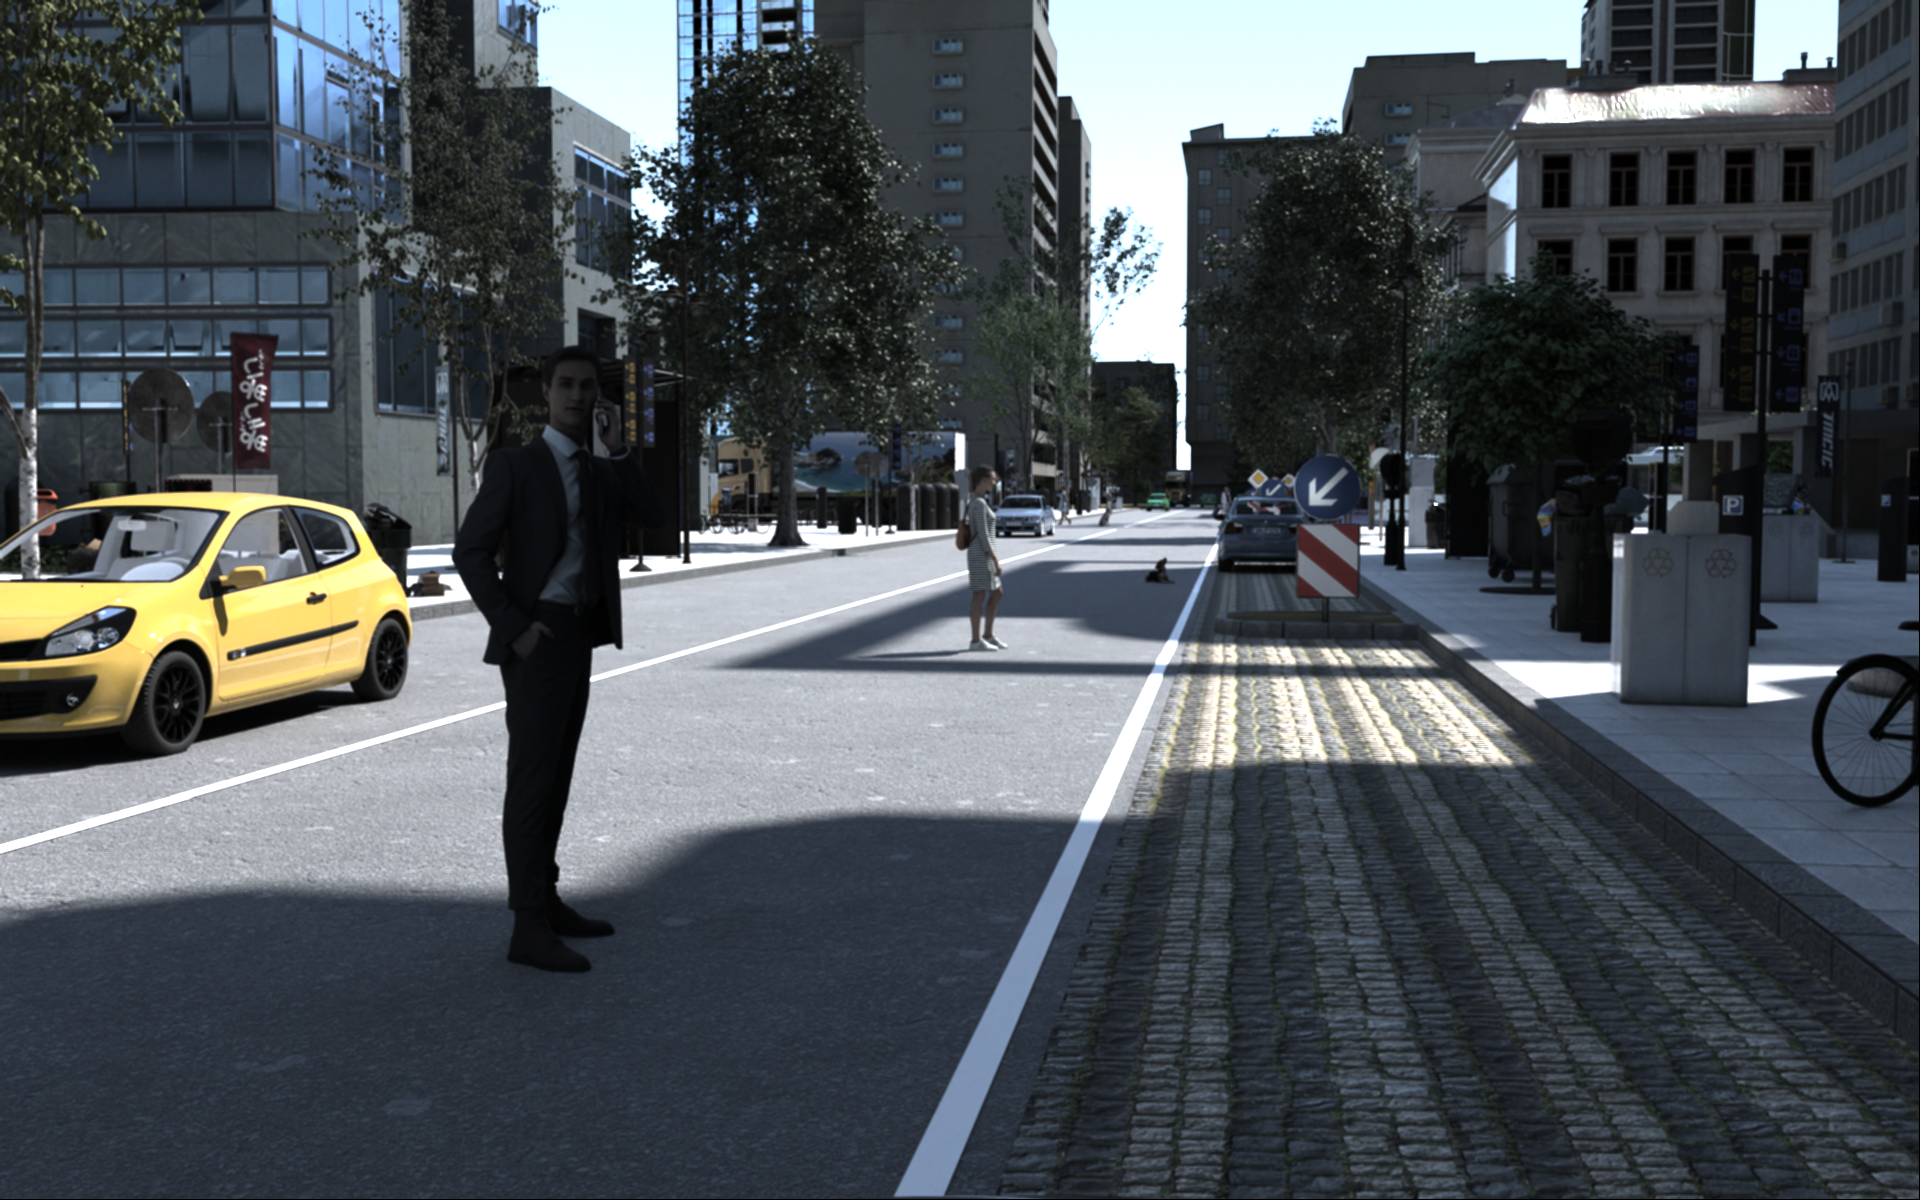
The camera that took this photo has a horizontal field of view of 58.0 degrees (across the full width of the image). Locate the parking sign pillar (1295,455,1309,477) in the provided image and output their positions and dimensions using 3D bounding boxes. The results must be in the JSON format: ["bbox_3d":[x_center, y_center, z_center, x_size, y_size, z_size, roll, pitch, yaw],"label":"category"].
[{"bbox_3d":[23.520,-7.919,117.943,1.447,3.967,1.447,-1,4,-12],"label":"parking sign pillar"}]

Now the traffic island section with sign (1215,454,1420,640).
[{"bbox_3d":[3.662,-0.571,17.967,1.989,1.847,2.006,1,4,9],"label":"traffic island section with sign"}]

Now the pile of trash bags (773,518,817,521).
[{"bbox_3d":[-7.583,-4.539,83.967,1.912,1.369,3.447,2,4,31],"label":"pile of trash bags"}]

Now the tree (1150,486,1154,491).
[{"bbox_3d":[23.041,-13.448,214.478,1.663,3.219,1.824,0,3,0],"label":"tree"}]

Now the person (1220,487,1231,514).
[{"bbox_3d":[15.317,-5.604,100.004,0.514,1.842,0.818,-3,5,-43],"label":"person"}]

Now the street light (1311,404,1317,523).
[{"bbox_3d":[13.493,-5.705,66.067,0.468,5.910,1.993,1,4,9],"label":"street light"}]

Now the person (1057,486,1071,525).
[{"bbox_3d":[4.850,-4.388,80.344,0.778,1.811,0.616,2,4,35],"label":"person"}]

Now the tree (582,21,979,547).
[{"bbox_3d":[-4.352,-7.680,42.570,9.611,12.733,9.660,0,3,0],"label":"tree"}]

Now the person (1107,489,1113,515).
[{"bbox_3d":[10.346,-6.747,119.366,0.362,1.759,0.519,2,4,26],"label":"person"}]

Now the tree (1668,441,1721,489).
[{"bbox_3d":[22.812,-3.624,53.857,1.663,3.219,1.824,0,3,0],"label":"tree"}]

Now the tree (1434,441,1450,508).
[{"bbox_3d":[17.351,-4.120,61.969,1.663,3.219,1.824,0,3,0],"label":"tree"}]

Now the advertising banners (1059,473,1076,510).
[{"bbox_3d":[9.059,-9.005,143.412,2.074,3.025,0.090,-2,4,-28],"label":"advertising banners"}]

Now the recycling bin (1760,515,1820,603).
[{"bbox_3d":[9.806,-0.505,20.806,0.722,1.027,0.722,0,4,1],"label":"recycling bin"}]

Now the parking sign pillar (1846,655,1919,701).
[{"bbox_3d":[6.506,-1.379,11.016,1.447,3.967,1.447,2,4,25],"label":"parking sign pillar"}]

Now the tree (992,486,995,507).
[{"bbox_3d":[2.776,-8.909,140.270,1.663,3.219,1.824,0,3,0],"label":"tree"}]

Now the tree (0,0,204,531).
[{"bbox_3d":[-8.243,-3.934,14.687,4.737,8.622,4.395,0,3,0],"label":"tree"}]

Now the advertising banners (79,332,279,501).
[{"bbox_3d":[-8.228,-1.358,18.387,2.074,3.025,0.090,-3,5,-43],"label":"advertising banners"}]

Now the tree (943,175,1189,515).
[{"bbox_3d":[4.988,-15.218,104.701,12.611,20.169,13.585,0,3,0],"label":"tree"}]

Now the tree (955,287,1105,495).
[{"bbox_3d":[3.436,-9.906,87.720,9.928,11.665,9.643,0,3,0],"label":"tree"}]

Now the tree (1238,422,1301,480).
[{"bbox_3d":[28.657,-14.597,156.792,7.486,12.596,7.792,0,3,0],"label":"tree"}]

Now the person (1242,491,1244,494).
[{"bbox_3d":[31.296,-11.131,191.206,0.721,1.735,1.217,2,4,25],"label":"person"}]

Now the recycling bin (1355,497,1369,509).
[{"bbox_3d":[34.191,-8.223,146.992,0.722,1.027,0.722,-2,4,-25],"label":"recycling bin"}]

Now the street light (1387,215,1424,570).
[{"bbox_3d":[7.441,-3.441,29.050,0.468,5.910,1.993,1,4,9],"label":"street light"}]

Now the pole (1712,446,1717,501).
[{"bbox_3d":[32.115,-4.893,73.839,0.158,3.312,0.155,0,3,0],"label":"pole"}]

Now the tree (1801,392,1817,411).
[{"bbox_3d":[26.428,-4.353,54.879,4.285,4.588,4.351,0,3,0],"label":"tree"}]

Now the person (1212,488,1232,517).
[{"bbox_3d":[16.634,-6.163,109.474,1.509,1.804,0.699,-1,4,-15],"label":"person"}]

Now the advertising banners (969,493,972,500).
[{"bbox_3d":[0.136,-9.326,148.675,2.074,3.025,0.090,0,4,-2],"label":"advertising banners"}]

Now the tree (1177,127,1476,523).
[{"bbox_3d":[11.743,-8.422,54.701,9.611,12.733,9.660,0,3,0],"label":"tree"}]

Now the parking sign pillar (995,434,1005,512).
[{"bbox_3d":[1.791,-5.488,78.201,1.447,3.967,1.447,0,4,2],"label":"parking sign pillar"}]

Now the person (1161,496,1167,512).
[{"bbox_3d":[16.490,-7.780,139.950,0.590,1.304,0.306,-3,4,-36],"label":"person"}]

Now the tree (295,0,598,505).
[{"bbox_3d":[-6.835,-4.501,23.955,4.360,8.622,3.978,0,3,0],"label":"tree"}]

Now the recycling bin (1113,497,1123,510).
[{"bbox_3d":[12.990,-7.999,143.339,0.722,1.027,0.722,-1,4,-18],"label":"recycling bin"}]

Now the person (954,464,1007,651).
[{"bbox_3d":[0.204,-0.386,15.807,0.522,1.701,0.512,0,4,-7],"label":"person"}]

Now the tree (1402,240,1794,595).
[{"bbox_3d":[7.514,-2.381,22.639,4.285,4.588,4.351,0,3,0],"label":"tree"}]

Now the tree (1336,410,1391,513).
[{"bbox_3d":[26.412,-10.056,114.770,4.737,8.622,4.395,0,3,0],"label":"tree"}]

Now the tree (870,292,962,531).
[{"bbox_3d":[-1.768,-6.663,59.299,4.360,8.622,3.978,0,3,0],"label":"tree"}]

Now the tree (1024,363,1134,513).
[{"bbox_3d":[8.605,-11.338,119.788,7.601,10.594,8.767,2,4,30],"label":"tree"}]

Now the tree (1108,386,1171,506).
[{"bbox_3d":[18.813,-16.178,182.640,7.486,12.596,7.792,0,3,0],"label":"tree"}]

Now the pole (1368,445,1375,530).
[{"bbox_3d":[14.725,-4.165,61.934,0.158,3.312,0.155,0,3,0],"label":"pole"}]

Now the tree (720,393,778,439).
[{"bbox_3d":[-10.959,-8.649,91.769,4.737,8.622,4.395,0,3,0],"label":"tree"}]

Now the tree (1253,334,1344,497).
[{"bbox_3d":[20.275,-10.988,105.414,9.928,11.665,9.643,0,3,0],"label":"tree"}]

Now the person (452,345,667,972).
[{"bbox_3d":[-1.238,0.145,5.490,0.474,1.900,0.648,1,4,21],"label":"person"}]

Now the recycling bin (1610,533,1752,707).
[{"bbox_3d":[4.483,0.107,10.809,0.722,1.027,0.722,1,4,15],"label":"recycling bin"}]

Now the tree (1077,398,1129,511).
[{"bbox_3d":[10.527,-11.094,131.741,4.737,8.622,4.395,0,3,0],"label":"tree"}]

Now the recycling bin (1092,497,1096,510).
[{"bbox_3d":[10.417,-7.713,138.654,0.722,1.027,0.722,-1,4,-18],"label":"recycling bin"}]

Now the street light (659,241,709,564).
[{"bbox_3d":[-5.047,-3.611,31.825,0.468,5.910,1.993,1,4,9],"label":"street light"}]

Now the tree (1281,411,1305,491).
[{"bbox_3d":[25.146,-11.054,131.088,4.737,8.622,4.395,0,3,0],"label":"tree"}]

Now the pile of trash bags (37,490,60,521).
[{"bbox_3d":[-19.602,-1.489,34.092,3.447,1.369,1.912,-3,5,-43],"label":"pile of trash bags"}]

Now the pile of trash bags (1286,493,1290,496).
[{"bbox_3d":[20.696,-6.055,108.744,1.912,1.369,3.447,0,4,6],"label":"pile of trash bags"}]

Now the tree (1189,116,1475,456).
[{"bbox_3d":[18.684,-14.012,84.993,12.611,20.169,13.585,0,3,0],"label":"tree"}]

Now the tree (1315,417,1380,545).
[{"bbox_3d":[10.044,-3.019,43.961,1.663,3.219,1.824,0,3,0],"label":"tree"}]

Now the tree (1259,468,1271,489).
[{"bbox_3d":[33.679,-12.571,189.250,4.285,4.588,4.351,0,3,0],"label":"tree"}]

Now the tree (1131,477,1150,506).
[{"bbox_3d":[19.722,-12.043,191.509,1.663,3.219,1.824,0,3,0],"label":"tree"}]
